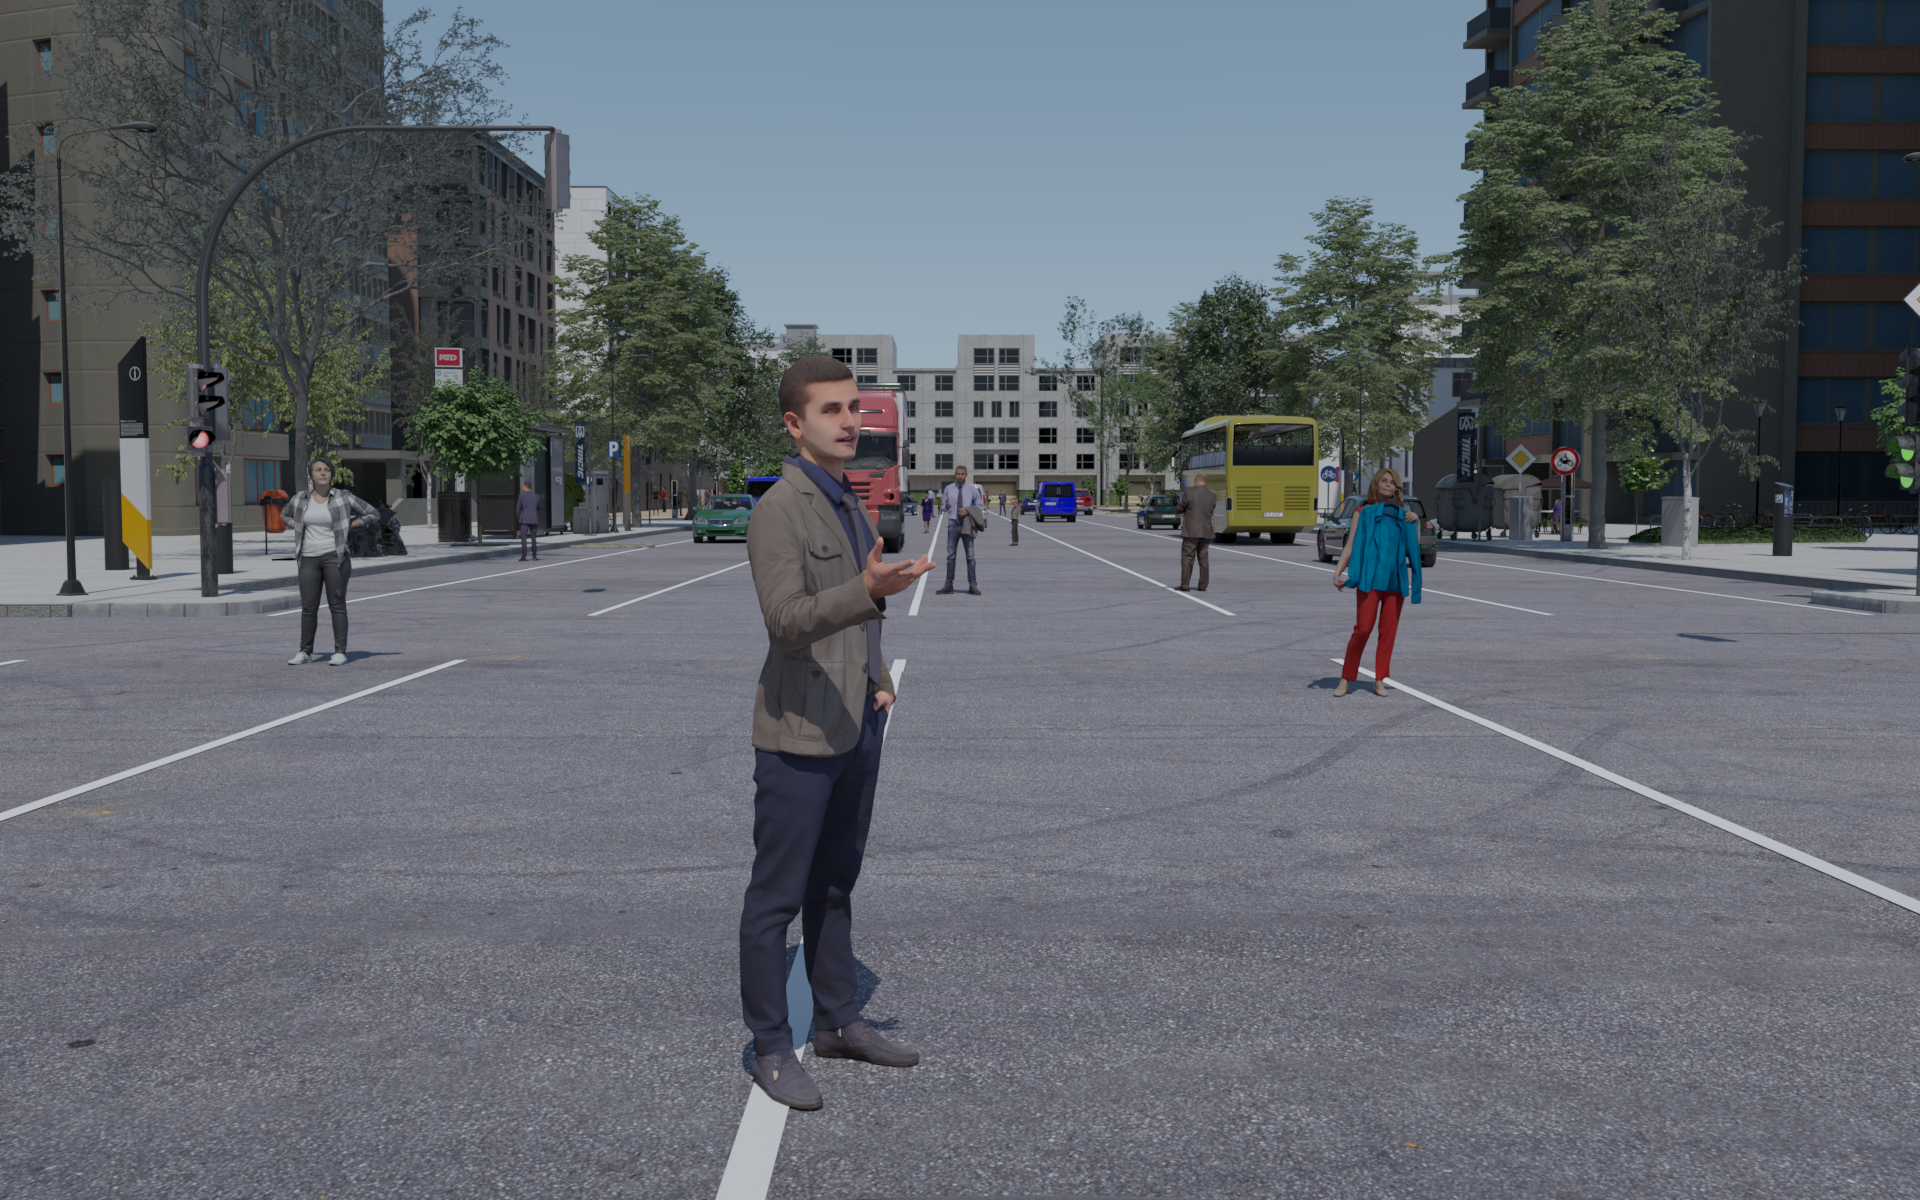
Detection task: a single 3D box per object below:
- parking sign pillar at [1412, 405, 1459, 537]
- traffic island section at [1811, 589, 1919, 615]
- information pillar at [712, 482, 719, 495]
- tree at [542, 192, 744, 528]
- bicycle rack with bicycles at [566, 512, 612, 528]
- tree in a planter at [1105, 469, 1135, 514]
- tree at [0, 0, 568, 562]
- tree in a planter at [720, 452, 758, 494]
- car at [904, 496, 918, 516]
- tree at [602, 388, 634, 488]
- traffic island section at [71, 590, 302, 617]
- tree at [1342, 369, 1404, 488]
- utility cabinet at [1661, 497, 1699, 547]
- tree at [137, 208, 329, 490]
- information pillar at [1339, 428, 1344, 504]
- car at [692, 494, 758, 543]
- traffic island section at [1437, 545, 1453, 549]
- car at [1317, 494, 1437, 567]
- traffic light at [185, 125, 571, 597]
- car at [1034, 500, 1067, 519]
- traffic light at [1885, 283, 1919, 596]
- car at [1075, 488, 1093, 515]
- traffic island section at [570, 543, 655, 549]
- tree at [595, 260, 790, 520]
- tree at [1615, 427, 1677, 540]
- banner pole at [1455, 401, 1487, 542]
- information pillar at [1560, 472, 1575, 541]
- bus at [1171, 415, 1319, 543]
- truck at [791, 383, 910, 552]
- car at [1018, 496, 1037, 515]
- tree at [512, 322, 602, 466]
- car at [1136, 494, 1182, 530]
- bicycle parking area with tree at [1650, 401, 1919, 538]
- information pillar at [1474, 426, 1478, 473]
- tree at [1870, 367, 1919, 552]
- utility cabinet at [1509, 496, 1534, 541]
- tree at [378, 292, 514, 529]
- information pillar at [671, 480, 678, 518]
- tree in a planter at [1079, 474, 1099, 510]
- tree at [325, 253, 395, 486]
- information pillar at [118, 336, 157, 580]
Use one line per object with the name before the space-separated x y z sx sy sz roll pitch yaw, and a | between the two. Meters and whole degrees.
parking sign pillar | 14.455 -3.930 52.734 1.447 3.967 1.447 1 4 9
traffic island section | 12.107 0.033 21.747 2.009 0.180 2.903 0 4 0
information pillar | -13.682 -5.662 97.058 0.304 2.012 0.304 1 4 19
tree | -11.937 -9.032 65.797 7.486 12.596 7.792 0 3 0
bicycle rack with bicycles | -13.862 -3.064 63.473 2.925 0.926 2.852 2 4 29
tree in a planter | 11.397 -7.722 123.470 1.991 3.239 1.994 0 4 0
tree | -12.734 -7.510 33.152 12.009 13.543 11.850 0 3 0
tree in a planter | -9.399 -4.657 73.368 1.991 3.239 1.994 0 4 0
car | -3.782 -6.318 115.877 1.945 1.354 3.894 0 4 2
tree | -18.512 -8.797 94.196 4.360 8.622 3.978 0 3 0
traffic island section | -9.373 0.041 21.605 2.009 0.180 2.903 0 4 0
tree | 22.475 -8.782 93.948 4.737 8.622 4.395 0 3 0
utility cabinet | 17.527 -1.896 42.162 0.306 1.237 1.020 -1 4 -15
tree | -18.357 -5.677 43.176 4.737 8.622 4.395 0 3 0
information pillar | 13.402 -4.252 60.878 0.183 3.616 0.504 0 4 1
car | -6.904 -2.471 52.195 2.131 1.459 4.920 0 4 0
traffic island section | 11.933 -1.440 46.411 1.991 0.108 1.994 0 4 0
car | 8.439 -1.559 35.277 2.009 1.686 4.222 0 4 0
traffic light | -7.242 -2.866 21.520 4.771 5.953 1.251 0 4 0
car | 5.304 -5.654 101.232 1.959 1.807 4.718 0 4 1
traffic light | 12.067 -2.001 21.633 0.839 4.253 0.868 0 4 0
car | 7.875 -6.663 117.606 2.281 1.827 5.304 0 4 -1
traffic island section | -9.217 -1.431 46.257 1.991 0.108 1.994 0 4 0
tree | -12.985 -10.220 84.110 9.611 12.733 9.660 0 3 0
tree | 19.055 -3.314 48.792 1.663 3.219 1.824 0 3 0
banner pole | 13.752 -3.457 46.539 0.863 3.779 0.401 2 4 27
information pillar | 16.537 -2.609 47.153 0.304 2.012 0.304 2 4 29
bus | 8.611 -3.781 53.372 2.896 3.916 12.252 0 4 1
truck | -2.687 -3.483 45.864 2.839 4.237 11.283 0 4 -1
car | 5.013 -6.527 119.304 1.945 1.354 3.894 0 4 1
tree | -17.832 -7.517 73.264 4.360 8.622 3.978 0 3 0
car | 8.224 -3.713 70.498 2.009 1.686 4.222 0 4 0
bicycle parking area with tree | 26.908 -4.171 55.201 8.231 4.147 9.016 -2 4 -24
information pillar | 17.626 -4.190 59.857 0.504 3.616 0.183 0 4 4
tree | 21.978 -3.346 38.419 4.285 4.588 4.351 0 3 0
utility cabinet | 15.618 -2.268 48.241 0.306 1.237 1.020 0 4 -4
tree | -19.543 -6.948 63.965 4.360 8.622 3.978 0 3 0
information pillar | -15.324 -5.412 92.974 0.304 2.012 0.304 -1 4 -11
tree in a planter | 11.207 -9.415 151.156 1.991 3.239 1.994 0 4 0
tree | -18.539 -6.018 48.755 4.737 8.622 4.395 0 3 0
information pillar | -12.282 -2.107 25.805 0.504 3.616 0.183 1 4 19
